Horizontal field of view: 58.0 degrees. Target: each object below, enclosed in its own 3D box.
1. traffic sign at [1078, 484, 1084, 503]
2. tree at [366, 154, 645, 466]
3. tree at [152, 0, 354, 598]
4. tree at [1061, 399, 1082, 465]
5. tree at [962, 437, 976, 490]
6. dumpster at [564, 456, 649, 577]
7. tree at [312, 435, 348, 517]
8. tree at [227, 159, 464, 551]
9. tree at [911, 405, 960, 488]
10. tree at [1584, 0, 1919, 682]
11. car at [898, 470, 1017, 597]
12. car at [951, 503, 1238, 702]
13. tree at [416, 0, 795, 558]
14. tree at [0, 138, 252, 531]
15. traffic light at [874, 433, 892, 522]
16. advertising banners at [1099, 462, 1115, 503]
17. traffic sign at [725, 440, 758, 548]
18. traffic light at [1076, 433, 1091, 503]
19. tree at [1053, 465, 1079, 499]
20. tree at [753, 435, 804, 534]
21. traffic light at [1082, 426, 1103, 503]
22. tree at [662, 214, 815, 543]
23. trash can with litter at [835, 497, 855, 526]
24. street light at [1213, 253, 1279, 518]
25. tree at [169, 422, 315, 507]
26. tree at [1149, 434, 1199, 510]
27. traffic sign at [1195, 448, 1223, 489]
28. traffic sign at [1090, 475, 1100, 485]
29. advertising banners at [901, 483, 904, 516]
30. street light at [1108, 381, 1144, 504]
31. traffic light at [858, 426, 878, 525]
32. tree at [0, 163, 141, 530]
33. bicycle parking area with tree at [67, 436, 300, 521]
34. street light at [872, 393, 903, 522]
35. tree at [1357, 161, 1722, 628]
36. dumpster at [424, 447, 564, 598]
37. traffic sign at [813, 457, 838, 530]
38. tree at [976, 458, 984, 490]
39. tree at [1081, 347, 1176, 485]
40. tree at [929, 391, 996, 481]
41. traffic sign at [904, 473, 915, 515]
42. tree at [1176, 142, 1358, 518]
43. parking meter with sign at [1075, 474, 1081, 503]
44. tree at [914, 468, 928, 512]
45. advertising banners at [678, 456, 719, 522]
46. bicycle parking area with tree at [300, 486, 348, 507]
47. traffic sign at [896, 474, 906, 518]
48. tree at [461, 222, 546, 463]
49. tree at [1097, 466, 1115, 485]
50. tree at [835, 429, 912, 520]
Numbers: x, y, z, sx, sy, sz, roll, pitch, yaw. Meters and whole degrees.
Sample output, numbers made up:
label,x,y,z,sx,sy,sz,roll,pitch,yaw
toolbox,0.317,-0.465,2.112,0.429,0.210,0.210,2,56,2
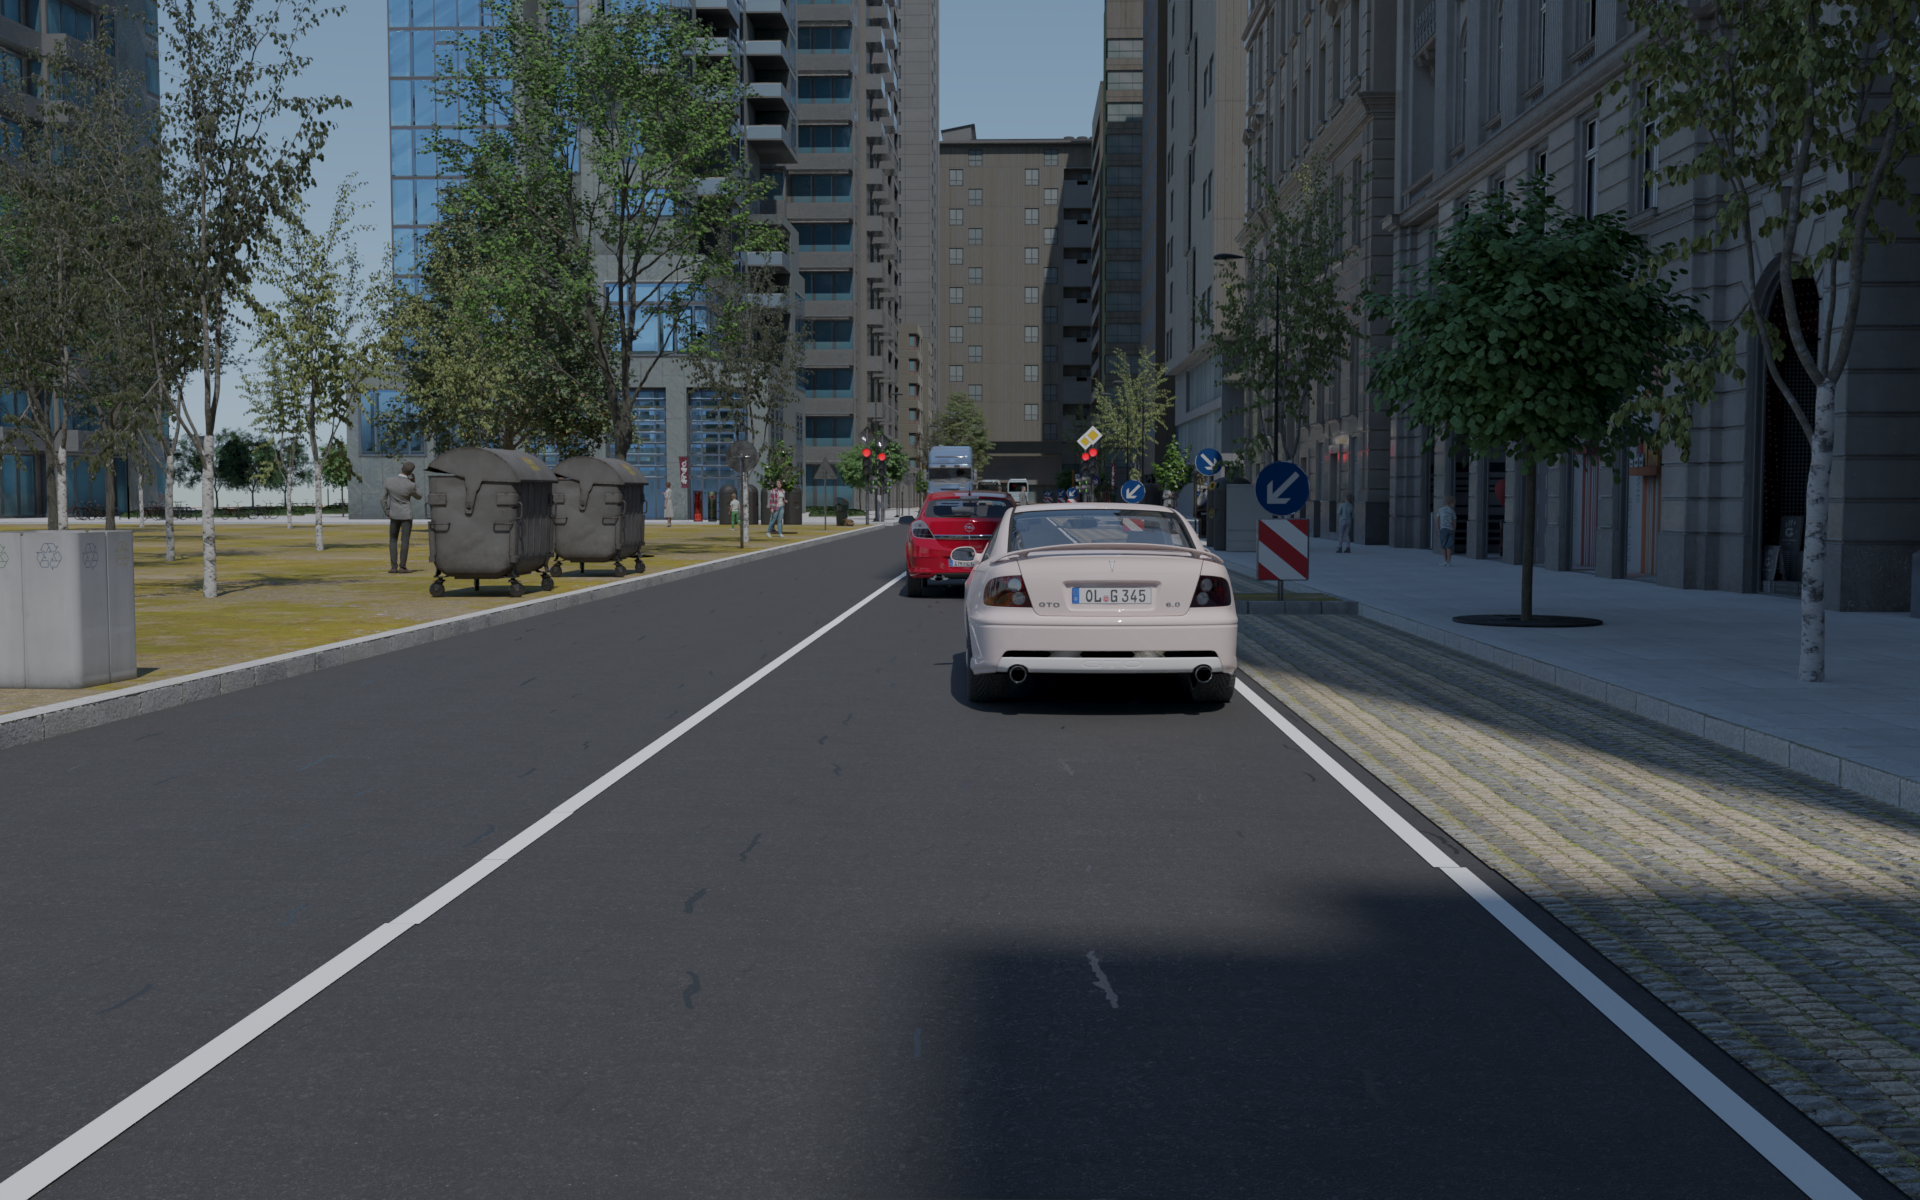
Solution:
label,x,y,z,sx,sy,sz,roll,pitch,yaw
traffic sign,9.821,-8.469,138.469,0.884,2.594,0.081,0,4,8
tree,-14.961,-8.591,57.465,9.611,12.733,9.660,0,3,0
tree,-9.558,-4.340,21.329,4.360,8.622,3.978,0,3,0
tree,9.990,-11.290,134.959,4.737,8.622,4.395,0,3,0
tree,-0.551,-15.720,207.391,4.360,8.622,3.978,0,3,0
dumpster,-5.706,-1.316,27.278,1.264,1.857,1.865,0,4,2
tree,-34.269,-6.876,96.137,4.285,4.588,4.351,0,3,0
tree,-14.332,-5.432,39.182,4.737,8.622,4.395,0,3,0
tree,-2.314,-11.843,143.997,4.360,8.622,3.978,0,3,0
tree,6.002,-3.759,11.819,4.737,8.622,4.395,0,3,0
car,0.145,-1.014,25.624,2.155,1.783,4.494,0,4,0
car,0.966,-0.059,13.324,2.083,1.381,4.827,0,3,0
tree,-6.890,-6.675,34.890,9.928,11.665,9.643,0,3,0
tree,-22.860,-6.820,45.922,8.767,10.594,7.601,0,4,0
traffic light,-3.542,-5.543,79.542,0.839,4.253,0.868,0,4,2
advertising banners,8.216,-6.142,96.602,0.090,3.025,2.074,-1,4,-20
traffic sign,-5.144,-2.488,40.783,0.768,2.556,0.104,0,4,3
traffic light,5.715,-5.524,79.240,0.839,4.253,0.868,0,4,2
tree,12.072,-12.972,195.803,4.285,4.588,4.351,0,3,0
tree,-5.682,-3.760,56.081,1.663,3.219,1.824,0,3,0
traffic light,5.440,-5.036,71.259,0.839,4.253,0.868,0,4,2
tree,-5.642,-5.806,45.288,4.360,8.622,3.978,0,3,0
trash can with litter,-4.560,-3.544,69.326,0.624,1.170,1.055,-3,4,-37
street light,5.584,-3.732,33.554,1.470,5.913,1.316,0,4,2
tree,-58.132,-10.631,136.715,11.467,7.101,20.602,0,4,-7
tree,6.824,-3.740,55.758,1.663,3.219,1.824,0,3,0
traffic sign,6.921,-2.941,48.185,0.768,2.556,0.104,0,4,5
traffic sign,8.995,-7.079,115.841,0.768,2.556,0.104,1,4,10
advertising banners,-3.402,-6.525,102.871,0.090,3.025,2.074,0,4,1
street light,6.962,-6.028,71.103,1.470,5.913,1.316,0,4,2
traffic light,-3.817,-5.054,71.561,0.839,4.253,0.868,0,4,2
tree,-29.092,-7.907,55.028,9.928,11.665,9.643,0,3,0
bicycle parking area with tree,-39.656,-6.100,86.732,8.231,4.147,9.016,3,4,37
street light,-3.315,-6.541,79.493,1.470,5.913,1.316,0,4,2
tree,5.696,-2.042,17.107,4.285,4.588,4.351,0,3,0
dumpster,-5.975,-1.001,22.119,1.264,1.857,1.865,0,4,2
traffic sign,-4.755,-3.739,61.129,0.884,2.594,0.081,0,4,7
tree,0.933,-17.123,230.325,4.360,8.622,3.978,0,3,0
tree,8.550,-8.242,85.113,4.737,8.622,4.395,0,3,0
tree,0.243,-16.633,190.069,7.486,12.596,7.792,0,3,0
traffic sign,-3.111,-6.453,105.617,0.768,2.556,0.104,0,4,5
tree,7.015,-5.304,37.076,4.737,8.622,4.395,0,3,0
parking meter with sign,9.982,-9.249,147.474,0.543,3.016,1.738,0,4,5
tree,-2.777,-7.949,124.567,1.663,3.219,1.824,0,3,0
advertising banners,-12.067,-5.119,79.879,2.074,3.025,0.090,1,4,21
bicycle parking area with tree,-45.856,-8.748,130.031,8.231,4.147,9.016,3,5,44
traffic sign,-3.301,-5.731,93.816,0.768,2.556,0.104,0,4,7
tree,-13.087,-5.859,46.151,4.737,8.622,4.395,0,3,0
tree,9.935,-7.708,120.623,1.663,3.219,1.824,0,3,0
tree,-4.097,-6.334,87.273,4.285,4.588,4.351,0,3,0
